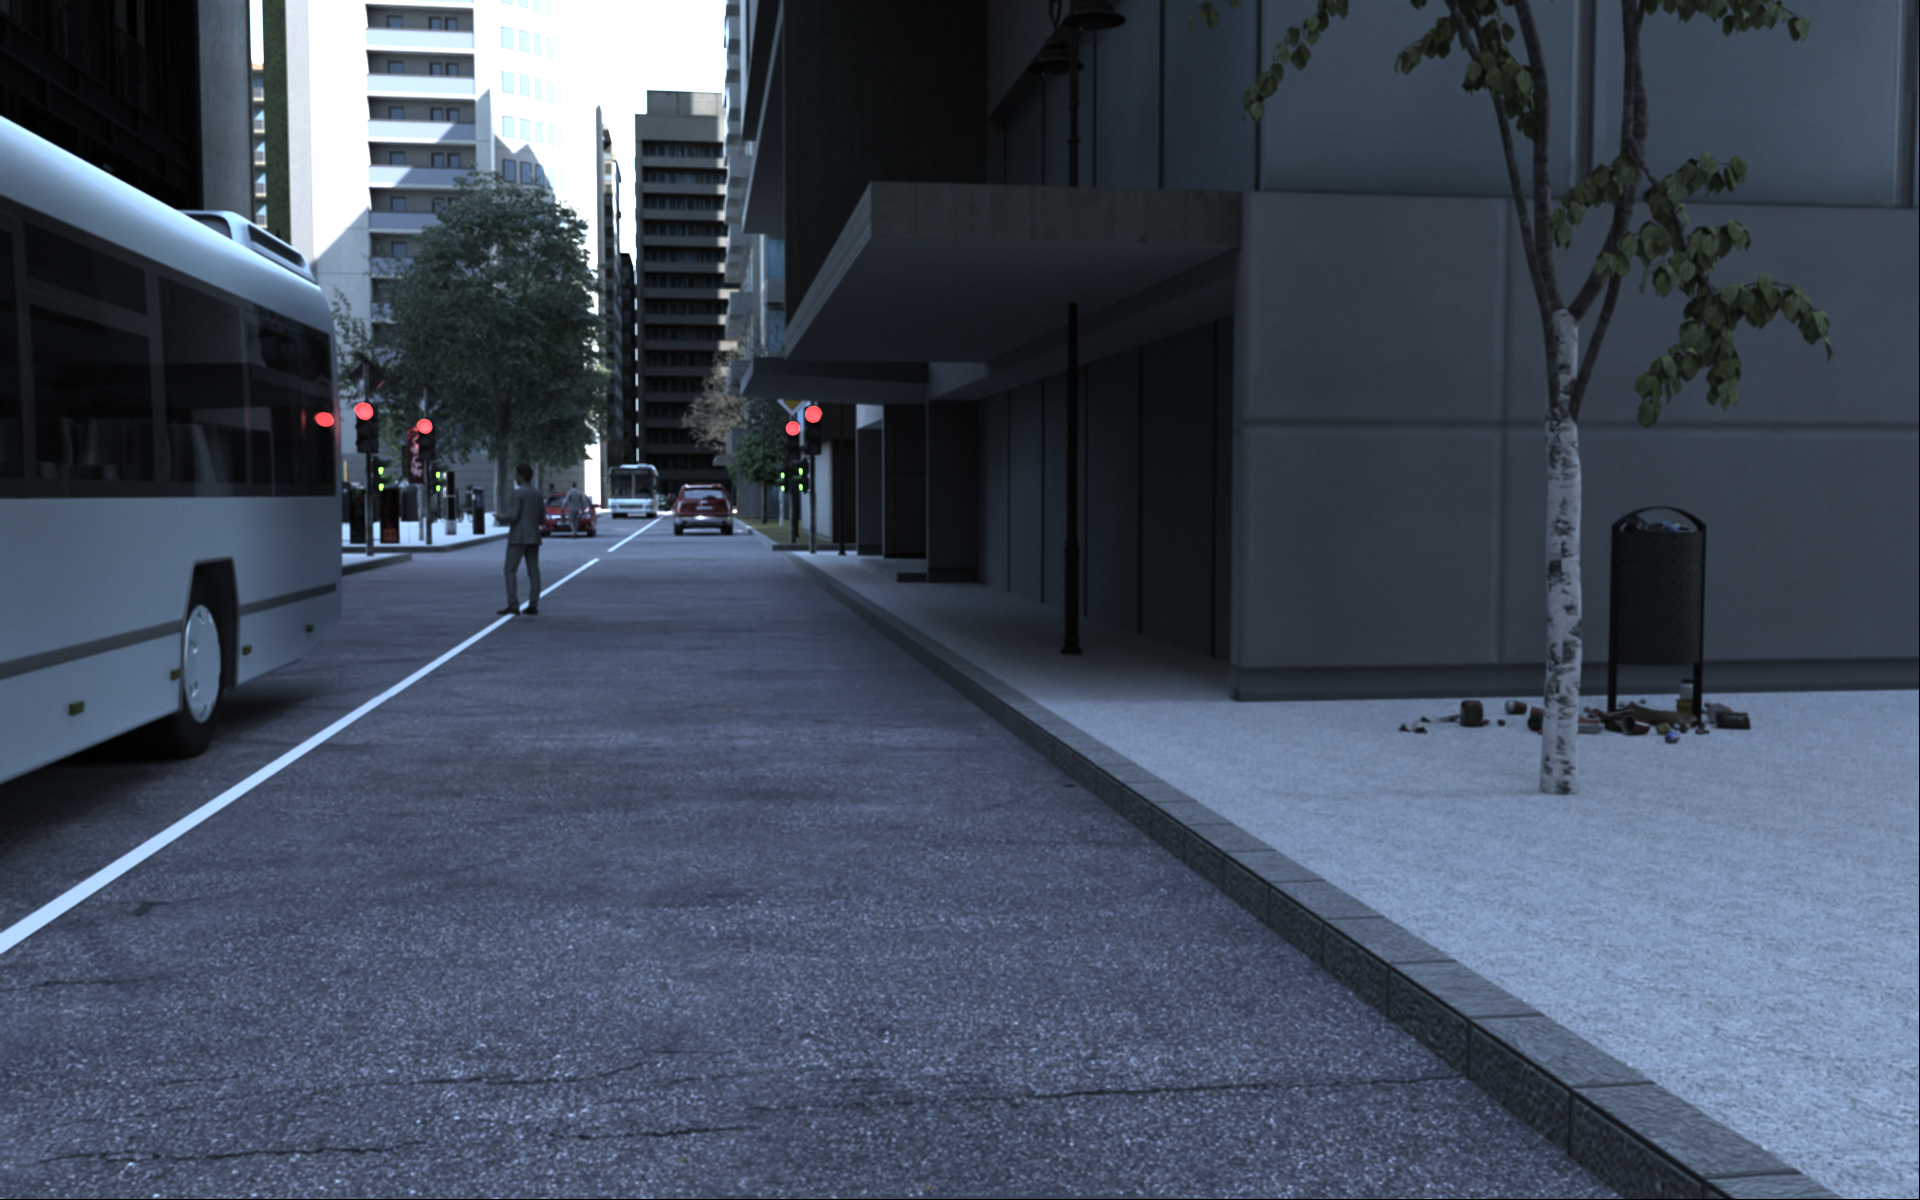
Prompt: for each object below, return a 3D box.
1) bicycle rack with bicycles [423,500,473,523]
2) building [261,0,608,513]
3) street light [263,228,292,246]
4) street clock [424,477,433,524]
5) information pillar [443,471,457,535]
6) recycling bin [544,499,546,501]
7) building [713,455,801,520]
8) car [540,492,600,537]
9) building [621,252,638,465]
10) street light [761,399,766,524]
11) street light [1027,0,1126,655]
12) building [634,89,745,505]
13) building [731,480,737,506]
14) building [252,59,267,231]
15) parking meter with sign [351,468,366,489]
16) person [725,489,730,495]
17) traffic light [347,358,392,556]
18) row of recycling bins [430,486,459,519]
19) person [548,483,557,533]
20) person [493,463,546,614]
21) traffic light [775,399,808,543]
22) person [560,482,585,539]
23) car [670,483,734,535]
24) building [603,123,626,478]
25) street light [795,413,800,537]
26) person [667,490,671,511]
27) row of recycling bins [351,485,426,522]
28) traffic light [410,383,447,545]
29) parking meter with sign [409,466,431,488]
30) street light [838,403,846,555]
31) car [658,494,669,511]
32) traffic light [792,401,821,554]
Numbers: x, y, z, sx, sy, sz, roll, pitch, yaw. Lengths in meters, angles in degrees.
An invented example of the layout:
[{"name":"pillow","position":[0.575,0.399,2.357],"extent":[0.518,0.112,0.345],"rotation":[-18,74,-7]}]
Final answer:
[{"name":"bicycle rack with bicycles","position":[-22.848,-3.914,77.382],"extent":[2.852,0.926,2.925],"rotation":[-2,4,-35]},{"name":"building","position":[-38.072,-35.925,129.373],"extent":[21.231,58.520,28.212],"rotation":[-1,4,-9]},{"name":"street light","position":[-11.899,-3.523,30.391],"extent":[0.468,5.910,1.993],"rotation":[-1,4,-9]},{"name":"street clock","position":[-22.996,-4.310,75.037],"extent":[0.471,2.002,0.358],"rotation":[3,4,37]},{"name":"information pillar","position":[-16.031,-3.055,54.434],"extent":[0.304,2.012,0.304],"rotation":[-2,4,-32]},{"name":"recycling bin","position":[-20.147,-4.460,85.475],"extent":[0.722,1.027,0.722],"rotation":[-1,4,-19]},{"name":"building","position":[-2.059,-29.250,97.846],"extent":[23.786,49.044,30.456],"rotation":[-1,4,-9]},{"name":"car","position":[-13.270,-3.034,58.647],"extent":[2.155,1.783,4.494],"rotation":[-1,4,-10]},{"name":"building","position":[-45.806,-26.605,206.692],"extent":[14.107,30.474,14.160],"rotation":[-1,4,-9]},{"name":"street light","position":[-8.381,-6.196,74.096],"extent":[0.468,5.910,1.993],"rotation":[-1,4,-9]},{"name":"street light","position":[0.897,-2.505,13.751],"extent":[0.468,5.910,1.993],"rotation":[-1,4,-9]},{"name":"building","position":[-28.684,-36.001,212.314],"extent":[21.600,48.544,21.300],"rotation":[-1,4,-9]},{"name":"building","position":[-12.302,-52.942,178.266],"extent":[22.319,86.520,31.000],"rotation":[-1,4,-9]},{"name":"building","position":[-73.656,-31.902,176.228],"extent":[28.867,44.769,22.147],"rotation":[-1,4,-9]},{"name":"parking meter with sign","position":[-40.247,-7.303,115.660],"extent":[1.738,3.016,0.543],"rotation":[1,4,13]},{"name":"person","position":[-23.532,-10.304,174.519],"extent":[1.348,1.824,0.705],"rotation":[-1,4,-11]},{"name":"traffic light","position":[-12.247,-2.873,35.891],"extent":[0.839,4.253,0.868],"rotation":[-1,4,-9]},{"name":"row of recycling bins","position":[-27.203,-5.127,90.932],"extent":[1.069,1.692,3.534],"rotation":[-2,4,-31]},{"name":"person","position":[-14.934,-3.353,63.302],"extent":[0.713,1.824,0.794],"rotation":[2,4,34]},{"name":"person","position":[-5.278,-0.735,20.723],"extent":[0.583,1.804,0.606],"rotation":[1,4,21]},{"name":"traffic light","position":[-4.387,-3.440,45.168],"extent":[0.839,4.253,0.868],"rotation":[-1,4,-9]},{"name":"person","position":[-12.510,-2.898,55.999],"extent":[0.853,1.813,0.709],"rotation":[3,5,45]},{"name":"car","position":[-9.216,-3.258,61.933],"extent":[2.281,1.827,5.304],"rotation":[-1,4,-10]},{"name":"building","position":[-46.300,-29.574,175.411],"extent":[23.993,40.220,32.217],"rotation":[-1,4,-9]},{"name":"street light","position":[-4.864,-4.807,51.390],"extent":[0.468,5.910,1.993],"rotation":[-1,4,-9]},{"name":"person","position":[-24.272,-8.252,144.128],"extent":[0.721,1.736,1.217],"rotation":[0,4,-3]},{"name":"row of recycling bins","position":[-26.688,-4.446,79.799],"extent":[3.534,1.692,1.069],"rotation":[-2,4,-31]},{"name":"traffic light","position":[-13.443,-3.356,43.786],"extent":[0.839,4.253,0.868],"rotation":[-1,4,-9]},{"name":"parking meter with sign","position":[-33.369,-6.726,106.227],"extent":[1.738,3.016,0.543],"rotation":[0,4,6]},{"name":"street light","position":[-2.481,-3.882,36.262],"extent":[0.468,5.910,1.993],"rotation":[-1,4,-9]},{"name":"car","position":[-25.920,-8.358,148.450],"extent":[2.131,1.459,4.920],"rotation":[0,4,-7]},{"name":"traffic light","position":[-3.191,-2.957,37.273],"extent":[0.839,4.253,0.868],"rotation":[-1,4,-9]}]
